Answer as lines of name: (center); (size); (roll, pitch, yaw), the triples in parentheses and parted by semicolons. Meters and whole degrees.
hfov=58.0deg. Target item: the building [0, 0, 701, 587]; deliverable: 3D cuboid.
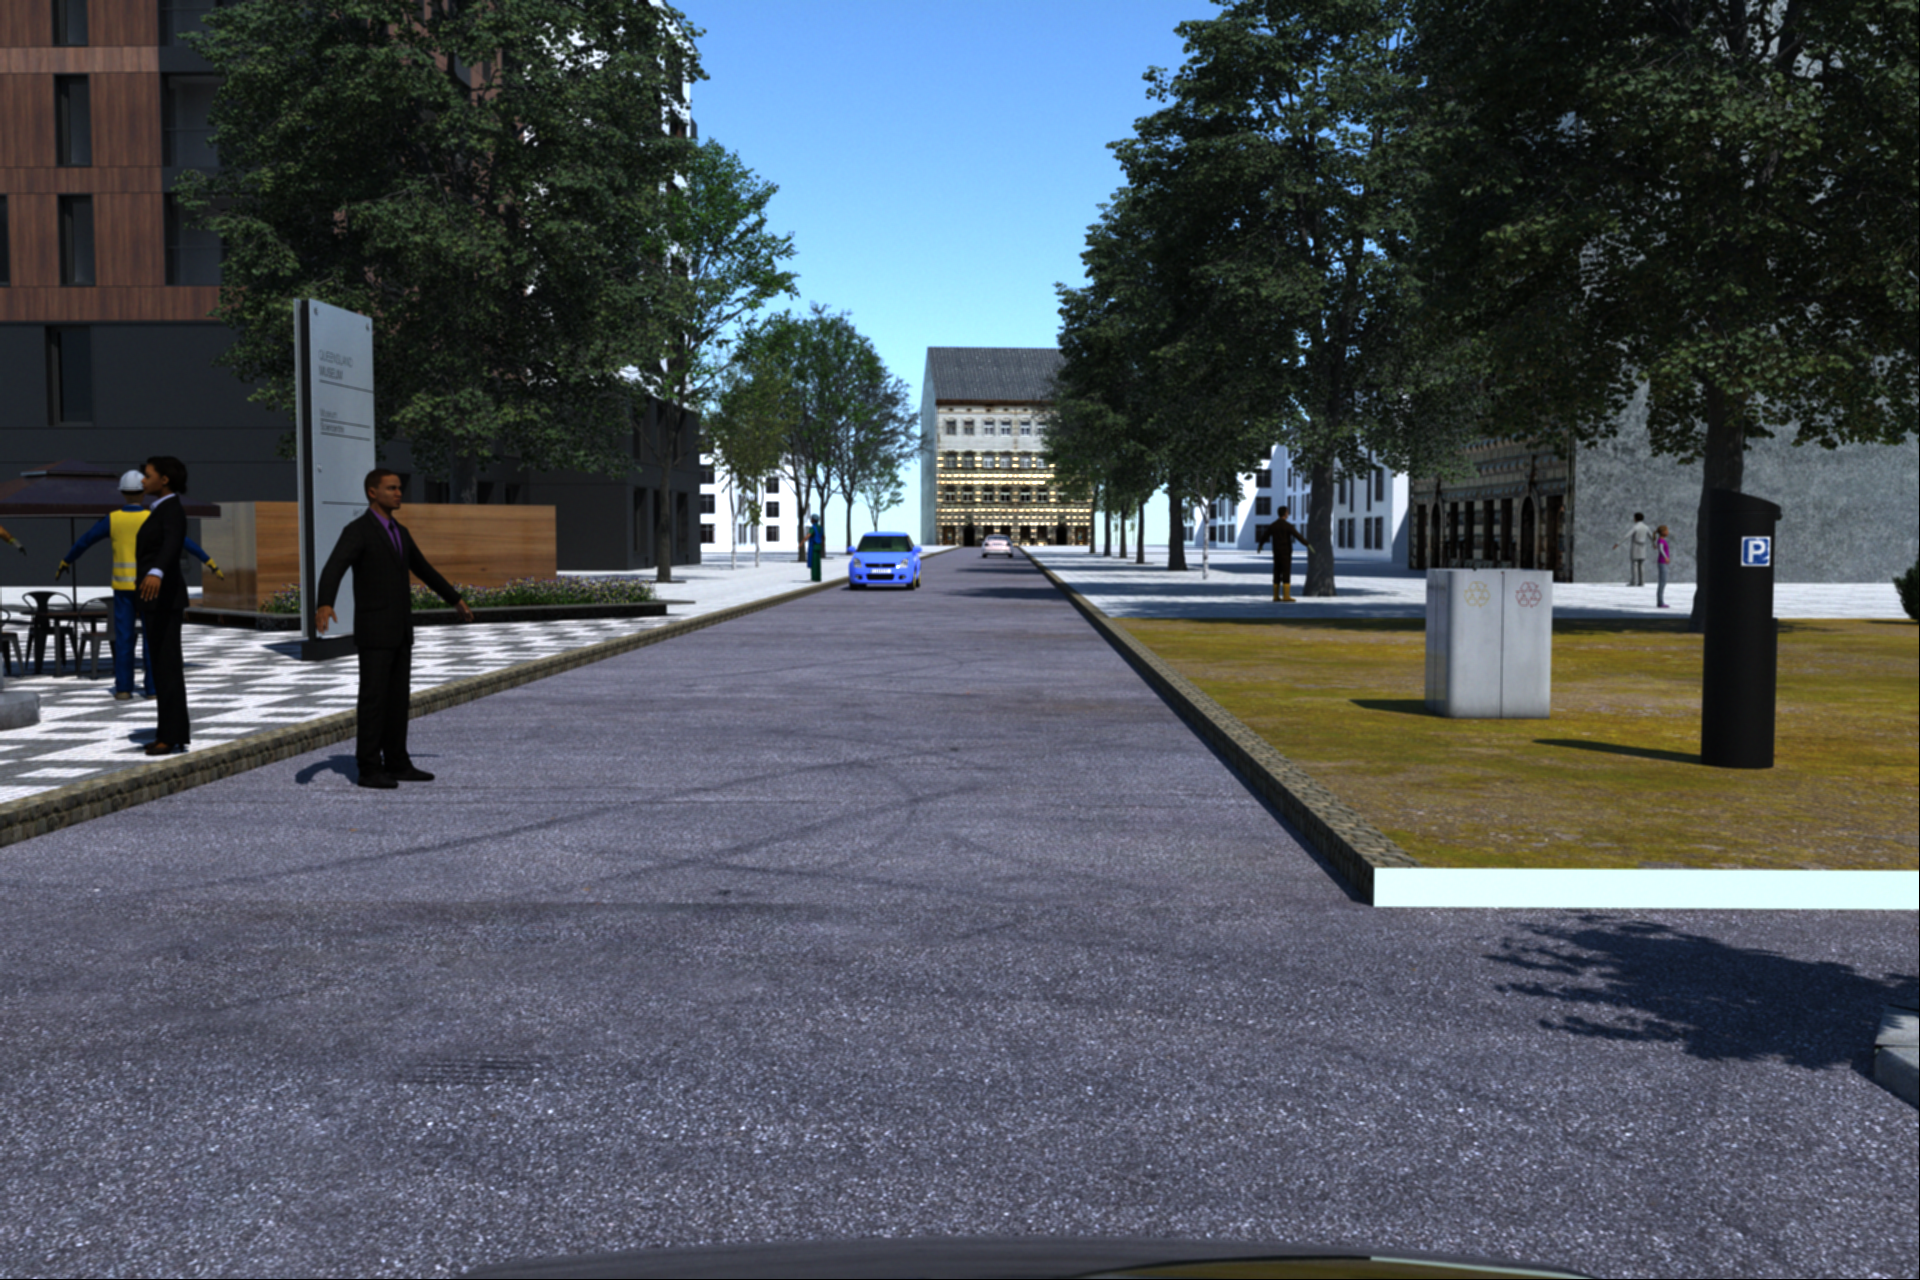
building: (-25.526, -13.078, 57.795); (27.936, 21.610, 32.646); (0, 4, 2)

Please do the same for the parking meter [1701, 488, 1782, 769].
parking meter: (4.322, -0.072, 9.589); (0.372, 1.533, 0.369); (0, 3, 0)

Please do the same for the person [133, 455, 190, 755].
person: (-4.737, -0.209, 10.132); (0.721, 1.740, 1.216); (-2, 4, -27)

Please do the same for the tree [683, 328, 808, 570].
tree: (-8.276, -6.801, 61.554); (4.360, 8.622, 3.978); (0, 3, 0)

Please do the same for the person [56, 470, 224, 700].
person: (-6.405, -0.432, 13.522); (1.216, 1.772, 0.721); (-1, 4, -12)

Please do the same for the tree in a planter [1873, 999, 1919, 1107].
tree in a planter: (3.388, -0.418, 4.054); (1.991, 3.239, 1.994); (0, 4, 1)

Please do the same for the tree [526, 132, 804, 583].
tree: (-7.644, -7.304, 45.170); (9.928, 11.665, 9.643); (0, 3, 0)

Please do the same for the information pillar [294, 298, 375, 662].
information pillar: (-6.506, -1.640, 18.129); (0.184, 3.620, 1.656); (0, 4, 2)

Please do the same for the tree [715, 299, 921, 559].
tree: (-7.146, -10.992, 90.096); (12.009, 13.543, 11.850); (0, 3, 0)

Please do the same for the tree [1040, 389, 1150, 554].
tree: (8.683, -11.338, 111.139); (9.928, 11.665, 9.643); (0, 3, 0)

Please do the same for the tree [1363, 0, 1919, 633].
tree: (9.946, -7.067, 22.198); (9.857, 13.997, 8.962); (0, 3, 0)

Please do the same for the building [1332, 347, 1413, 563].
building: (23.720, -8.251, 77.048); (9.099, 9.664, 28.070); (0, 4, 1)

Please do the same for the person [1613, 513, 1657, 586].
person: (16.642, -2.225, 42.573); (1.347, 1.806, 0.705); (-1, 4, -23)

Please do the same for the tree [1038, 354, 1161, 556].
tree: (8.385, -11.089, 99.426); (7.486, 12.596, 7.792); (0, 3, 0)

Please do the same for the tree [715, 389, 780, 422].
tree: (-22.134, -21.131, 201.378); (12.611, 20.169, 13.585); (0, 3, 0)

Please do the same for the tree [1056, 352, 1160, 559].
tree: (8.707, -10.087, 90.680); (9.928, 11.665, 9.643); (0, 3, 0)

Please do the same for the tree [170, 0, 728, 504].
tree: (-8.783, -7.572, 30.451); (9.857, 13.997, 8.962); (0, 3, 0)

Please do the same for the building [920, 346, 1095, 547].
building: (5.198, -22.598, 202.855); (18.063, 23.208, 19.493); (0, 4, -6)

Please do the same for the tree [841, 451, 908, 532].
tree: (-10.068, -17.013, 203.913); (9.928, 11.665, 9.643); (0, 3, 0)

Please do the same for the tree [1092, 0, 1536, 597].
tree: (7.530, -7.876, 35.422); (9.857, 13.997, 8.962); (0, 3, 0)

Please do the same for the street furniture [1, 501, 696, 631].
street furniture: (-7.945, -1.218, 26.762); (9.812, 1.723, 11.010); (3, 5, 45)

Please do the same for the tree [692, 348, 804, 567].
tree: (-8.077, -7.128, 66.902); (4.737, 8.622, 4.395); (0, 3, 0)

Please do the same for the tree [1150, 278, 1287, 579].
tree: (6.769, -6.014, 48.698); (4.360, 8.622, 3.978); (0, 3, 0)

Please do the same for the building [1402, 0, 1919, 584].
building: (25.366, -13.595, 53.212); (19.493, 23.208, 18.063); (0, 4, 2)

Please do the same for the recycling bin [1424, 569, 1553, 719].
recycling bin: (3.752, 0.014, 12.332); (0.722, 1.027, 0.722); (0, 4, 2)

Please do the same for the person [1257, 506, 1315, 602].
person: (6.109, -1.626, 32.722); (0.704, 1.812, 1.346); (-3, 5, -41)

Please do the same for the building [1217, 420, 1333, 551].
building: (26.889, -12.099, 139.962); (9.099, 9.664, 28.070); (0, 4, 1)

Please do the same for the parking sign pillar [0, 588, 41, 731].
parking sign pillar: (-6.920, -1.401, 11.383); (1.447, 3.967, 1.447); (0, 4, 2)

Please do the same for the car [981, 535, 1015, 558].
car: (2.279, -5.662, 104.942); (2.083, 1.381, 4.827); (0, 4, 1)

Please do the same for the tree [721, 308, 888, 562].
tree: (-7.115, -9.356, 78.722); (9.928, 11.665, 9.643); (0, 3, 0)

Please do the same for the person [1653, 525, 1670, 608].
person: (12.331, -1.282, 30.235); (0.599, 1.433, 0.991); (1, 4, 23)

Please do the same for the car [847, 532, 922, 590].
car: (-1.942, -2.179, 45.225); (1.945, 1.707, 3.694); (0, 4, 2)

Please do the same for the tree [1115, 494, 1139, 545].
tree: (19.586, -15.104, 197.311); (4.737, 8.622, 4.395); (0, 3, 0)

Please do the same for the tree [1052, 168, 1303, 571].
tree: (7.617, -9.393, 60.238); (9.857, 13.997, 8.962); (0, 3, 0)

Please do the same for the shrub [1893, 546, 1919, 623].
shrub: (13.838, -0.826, 24.616); (1.383, 1.207, 1.383); (0, 3, 0)

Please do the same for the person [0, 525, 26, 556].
person: (-17.197, -1.513, 30.500); (1.354, 1.858, 0.705); (-1, 4, -22)

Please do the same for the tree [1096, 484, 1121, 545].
tree: (18.053, -15.394, 202.059); (4.737, 8.622, 4.395); (0, 3, 0)

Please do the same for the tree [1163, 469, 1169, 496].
tree: (28.379, -17.963, 200.353); (9.857, 13.997, 8.962); (0, 3, 0)

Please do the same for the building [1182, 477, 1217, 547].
building: (27.920, -14.120, 173.005); (9.099, 9.664, 28.070); (0, 4, 2)

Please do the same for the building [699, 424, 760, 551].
building: (-21.004, -12.339, 143.887); (9.099, 9.664, 28.070); (0, 4, 1)

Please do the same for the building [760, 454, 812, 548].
building: (-19.256, -14.153, 173.541); (9.099, 9.664, 28.070); (0, 4, 2)

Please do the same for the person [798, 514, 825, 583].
person: (-3.869, -2.433, 45.902); (0.704, 1.817, 1.347); (2, 4, 25)

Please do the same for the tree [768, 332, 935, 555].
tree: (-6.708, -11.846, 104.058); (12.009, 13.543, 11.850); (0, 3, 0)

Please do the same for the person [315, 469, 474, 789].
person: (-3.267, -0.075, 9.903); (0.704, 1.802, 1.346); (1, 4, 19)

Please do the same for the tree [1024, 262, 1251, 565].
tree: (7.788, -9.963, 73.265); (12.009, 13.543, 11.850); (0, 3, 0)
